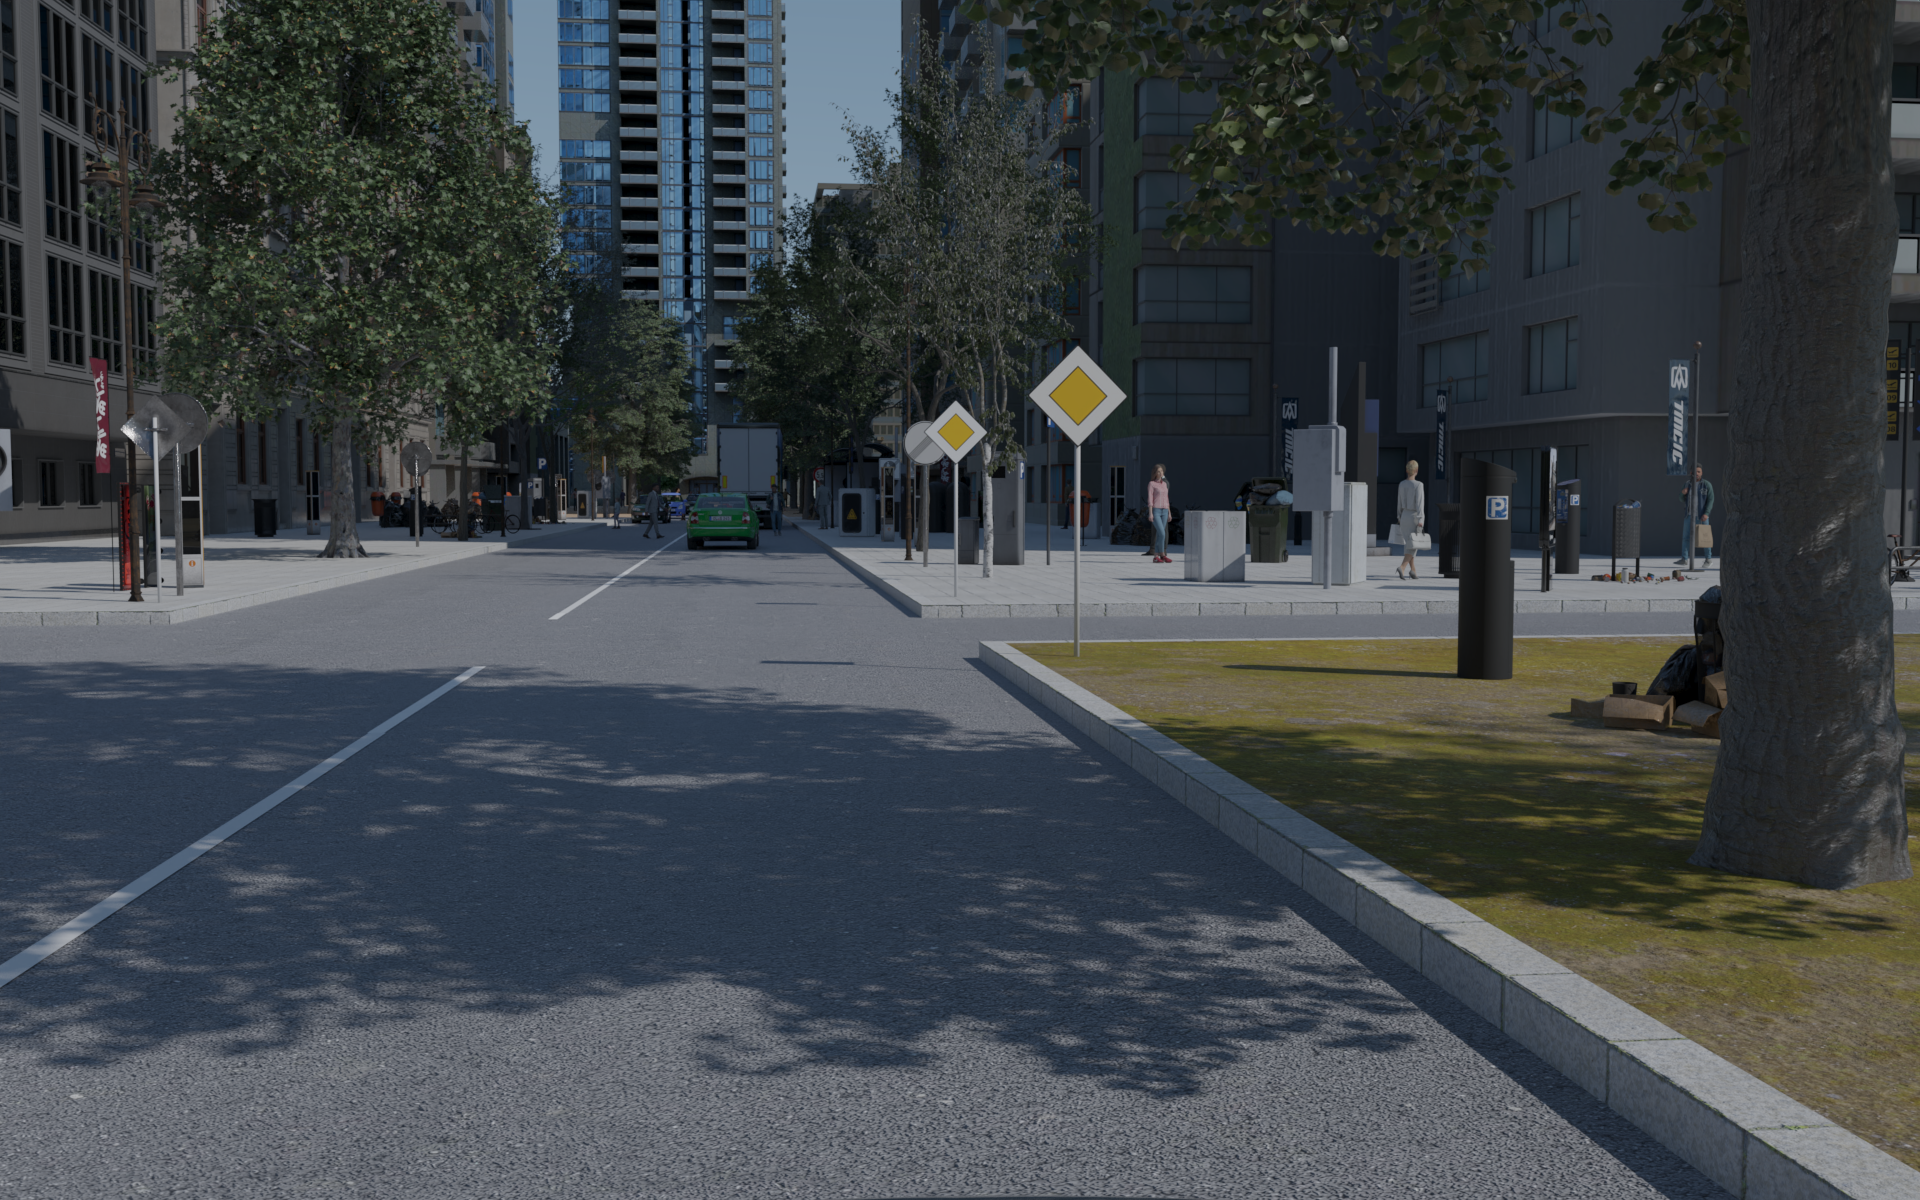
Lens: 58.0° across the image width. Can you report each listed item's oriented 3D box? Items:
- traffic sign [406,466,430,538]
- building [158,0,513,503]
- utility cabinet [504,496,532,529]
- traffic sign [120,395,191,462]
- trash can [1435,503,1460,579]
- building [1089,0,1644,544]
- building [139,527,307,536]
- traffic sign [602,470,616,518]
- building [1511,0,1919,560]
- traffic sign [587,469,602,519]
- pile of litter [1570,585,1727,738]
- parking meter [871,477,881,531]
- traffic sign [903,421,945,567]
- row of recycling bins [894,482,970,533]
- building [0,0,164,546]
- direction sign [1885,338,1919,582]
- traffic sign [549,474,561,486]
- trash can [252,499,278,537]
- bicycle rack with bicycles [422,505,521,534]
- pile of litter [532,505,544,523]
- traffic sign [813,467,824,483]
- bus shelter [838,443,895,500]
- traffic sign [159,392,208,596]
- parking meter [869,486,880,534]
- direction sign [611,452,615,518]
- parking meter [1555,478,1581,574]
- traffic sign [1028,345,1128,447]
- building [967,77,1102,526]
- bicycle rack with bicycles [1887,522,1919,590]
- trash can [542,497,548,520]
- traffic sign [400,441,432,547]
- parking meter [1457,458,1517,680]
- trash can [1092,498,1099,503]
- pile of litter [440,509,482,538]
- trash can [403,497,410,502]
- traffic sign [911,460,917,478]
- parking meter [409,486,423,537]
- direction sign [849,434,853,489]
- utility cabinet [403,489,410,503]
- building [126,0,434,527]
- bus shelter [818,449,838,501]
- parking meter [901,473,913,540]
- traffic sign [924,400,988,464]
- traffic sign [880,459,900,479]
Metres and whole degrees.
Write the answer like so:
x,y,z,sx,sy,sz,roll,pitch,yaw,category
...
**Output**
x,y,z,sx,sy,sz,roll,pitch,yaw,category
-15.938,-3.105,50.868,0.768,2.556,0.104,0,4,1,traffic sign
-50.564,-51.004,146.583,31.000,86.520,22.319,0,4,-7,building
-16.206,-3.193,63.373,1.020,1.237,0.306,0,4,4,utility cabinet
-9.456,-1.112,20.379,0.795,2.593,0.064,0,4,-7,traffic sign
7.617,-0.903,26.411,0.748,1.137,0.748,0,3,0,trash can
11.071,-22.650,53.925,14.154,41.232,14.086,0,4,-7,building
-29.342,-13.765,61.218,11.583,22.565,21.152,0,4,-7,building
-18.908,-5.694,93.206,0.768,2.556,0.104,0,4,-6,traffic sign
19.044,-21.687,38.185,14.086,41.232,14.154,0,4,-7,building
-18.799,-5.445,89.134,0.768,2.556,0.104,0,4,-6,traffic sign
4.084,0.274,9.493,1.176,0.858,1.719,0,4,-5,pile of litter
-2.910,-3.348,60.450,0.255,1.863,0.399,1,4,18,parking meter
-0.605,-1.850,30.347,0.768,2.556,0.104,0,4,0,traffic sign
-1.056,-3.117,58.068,3.534,1.692,1.069,3,5,45,row of recycling bins
-28.806,-14.979,38.416,14.314,27.812,24.014,0,4,-7,building
13.816,-2.038,25.325,0.876,3.537,0.379,1,4,20,direction sign
-20.785,-5.316,89.038,0.606,2.300,0.079,0,4,-4,traffic sign
-20.707,-2.444,51.608,0.748,1.137,0.748,0,3,0,trash can
-15.995,-2.587,55.687,2.925,0.926,2.852,2,4,28,bicycle rack with bicycles
-19.507,-3.950,78.540,1.176,0.858,1.719,-2,4,-33,pile of litter
-6.504,-4.955,81.120,0.768,2.556,0.104,0,4,-3,traffic sign
-3.750,-4.702,70.803,2.014,3.302,5.546,0,4,-7,bus shelter
-9.834,-1.324,21.761,0.768,2.556,0.104,0,4,-6,traffic sign
-2.724,-2.864,55.244,0.372,1.533,0.369,0,3,0,parking meter
-18.881,-6.268,94.477,0.379,3.537,0.876,-1,4,-9,direction sign
9.770,-1.188,27.837,0.372,1.533,0.369,0,3,0,parking meter
0.941,-0.697,13.583,0.795,2.593,0.064,0,4,-7,traffic sign
15.883,-14.662,84.771,27.650,21.520,28.899,0,4,-7,building
12.116,-0.601,23.209,2.925,0.926,2.852,-1,4,-20,bicycle rack with bicycles
-20.489,-4.466,84.677,0.748,1.137,0.748,0,3,0,trash can
-13.159,-2.558,41.932,0.768,2.556,0.104,0,4,0,traffic sign
3.675,-0.225,12.083,0.372,1.533,0.369,0,3,0,parking meter
5.060,-3.420,67.567,0.748,1.137,0.748,0,3,0,trash can
-14.629,-2.249,50.732,1.176,0.858,1.719,-1,4,-22,pile of litter
-23.167,-3.765,73.209,0.748,1.137,0.748,0,3,0,trash can
-1.142,-2.718,46.564,0.606,2.300,0.079,0,3,0,traffic sign
-16.420,-2.681,52.244,0.372,1.533,0.369,0,3,0,parking meter
-4.163,-4.538,66.190,0.379,3.537,0.876,-1,4,-13,direction sign
-25.906,-4.467,81.716,0.318,1.500,1.173,0,4,0,utility cabinet
-32.364,-15.060,82.380,11.583,22.565,21.152,0,4,-7,building
-5.280,-5.158,78.253,2.014,3.302,5.546,0,4,-7,bus shelter
-1.493,-2.637,48.824,0.255,1.863,0.399,-2,4,-25,parking meter
-0.030,-1.182,21.509,0.795,2.593,0.064,0,4,-7,traffic sign
-2.018,-2.917,49.818,0.606,2.300,0.079,0,4,0,traffic sign
